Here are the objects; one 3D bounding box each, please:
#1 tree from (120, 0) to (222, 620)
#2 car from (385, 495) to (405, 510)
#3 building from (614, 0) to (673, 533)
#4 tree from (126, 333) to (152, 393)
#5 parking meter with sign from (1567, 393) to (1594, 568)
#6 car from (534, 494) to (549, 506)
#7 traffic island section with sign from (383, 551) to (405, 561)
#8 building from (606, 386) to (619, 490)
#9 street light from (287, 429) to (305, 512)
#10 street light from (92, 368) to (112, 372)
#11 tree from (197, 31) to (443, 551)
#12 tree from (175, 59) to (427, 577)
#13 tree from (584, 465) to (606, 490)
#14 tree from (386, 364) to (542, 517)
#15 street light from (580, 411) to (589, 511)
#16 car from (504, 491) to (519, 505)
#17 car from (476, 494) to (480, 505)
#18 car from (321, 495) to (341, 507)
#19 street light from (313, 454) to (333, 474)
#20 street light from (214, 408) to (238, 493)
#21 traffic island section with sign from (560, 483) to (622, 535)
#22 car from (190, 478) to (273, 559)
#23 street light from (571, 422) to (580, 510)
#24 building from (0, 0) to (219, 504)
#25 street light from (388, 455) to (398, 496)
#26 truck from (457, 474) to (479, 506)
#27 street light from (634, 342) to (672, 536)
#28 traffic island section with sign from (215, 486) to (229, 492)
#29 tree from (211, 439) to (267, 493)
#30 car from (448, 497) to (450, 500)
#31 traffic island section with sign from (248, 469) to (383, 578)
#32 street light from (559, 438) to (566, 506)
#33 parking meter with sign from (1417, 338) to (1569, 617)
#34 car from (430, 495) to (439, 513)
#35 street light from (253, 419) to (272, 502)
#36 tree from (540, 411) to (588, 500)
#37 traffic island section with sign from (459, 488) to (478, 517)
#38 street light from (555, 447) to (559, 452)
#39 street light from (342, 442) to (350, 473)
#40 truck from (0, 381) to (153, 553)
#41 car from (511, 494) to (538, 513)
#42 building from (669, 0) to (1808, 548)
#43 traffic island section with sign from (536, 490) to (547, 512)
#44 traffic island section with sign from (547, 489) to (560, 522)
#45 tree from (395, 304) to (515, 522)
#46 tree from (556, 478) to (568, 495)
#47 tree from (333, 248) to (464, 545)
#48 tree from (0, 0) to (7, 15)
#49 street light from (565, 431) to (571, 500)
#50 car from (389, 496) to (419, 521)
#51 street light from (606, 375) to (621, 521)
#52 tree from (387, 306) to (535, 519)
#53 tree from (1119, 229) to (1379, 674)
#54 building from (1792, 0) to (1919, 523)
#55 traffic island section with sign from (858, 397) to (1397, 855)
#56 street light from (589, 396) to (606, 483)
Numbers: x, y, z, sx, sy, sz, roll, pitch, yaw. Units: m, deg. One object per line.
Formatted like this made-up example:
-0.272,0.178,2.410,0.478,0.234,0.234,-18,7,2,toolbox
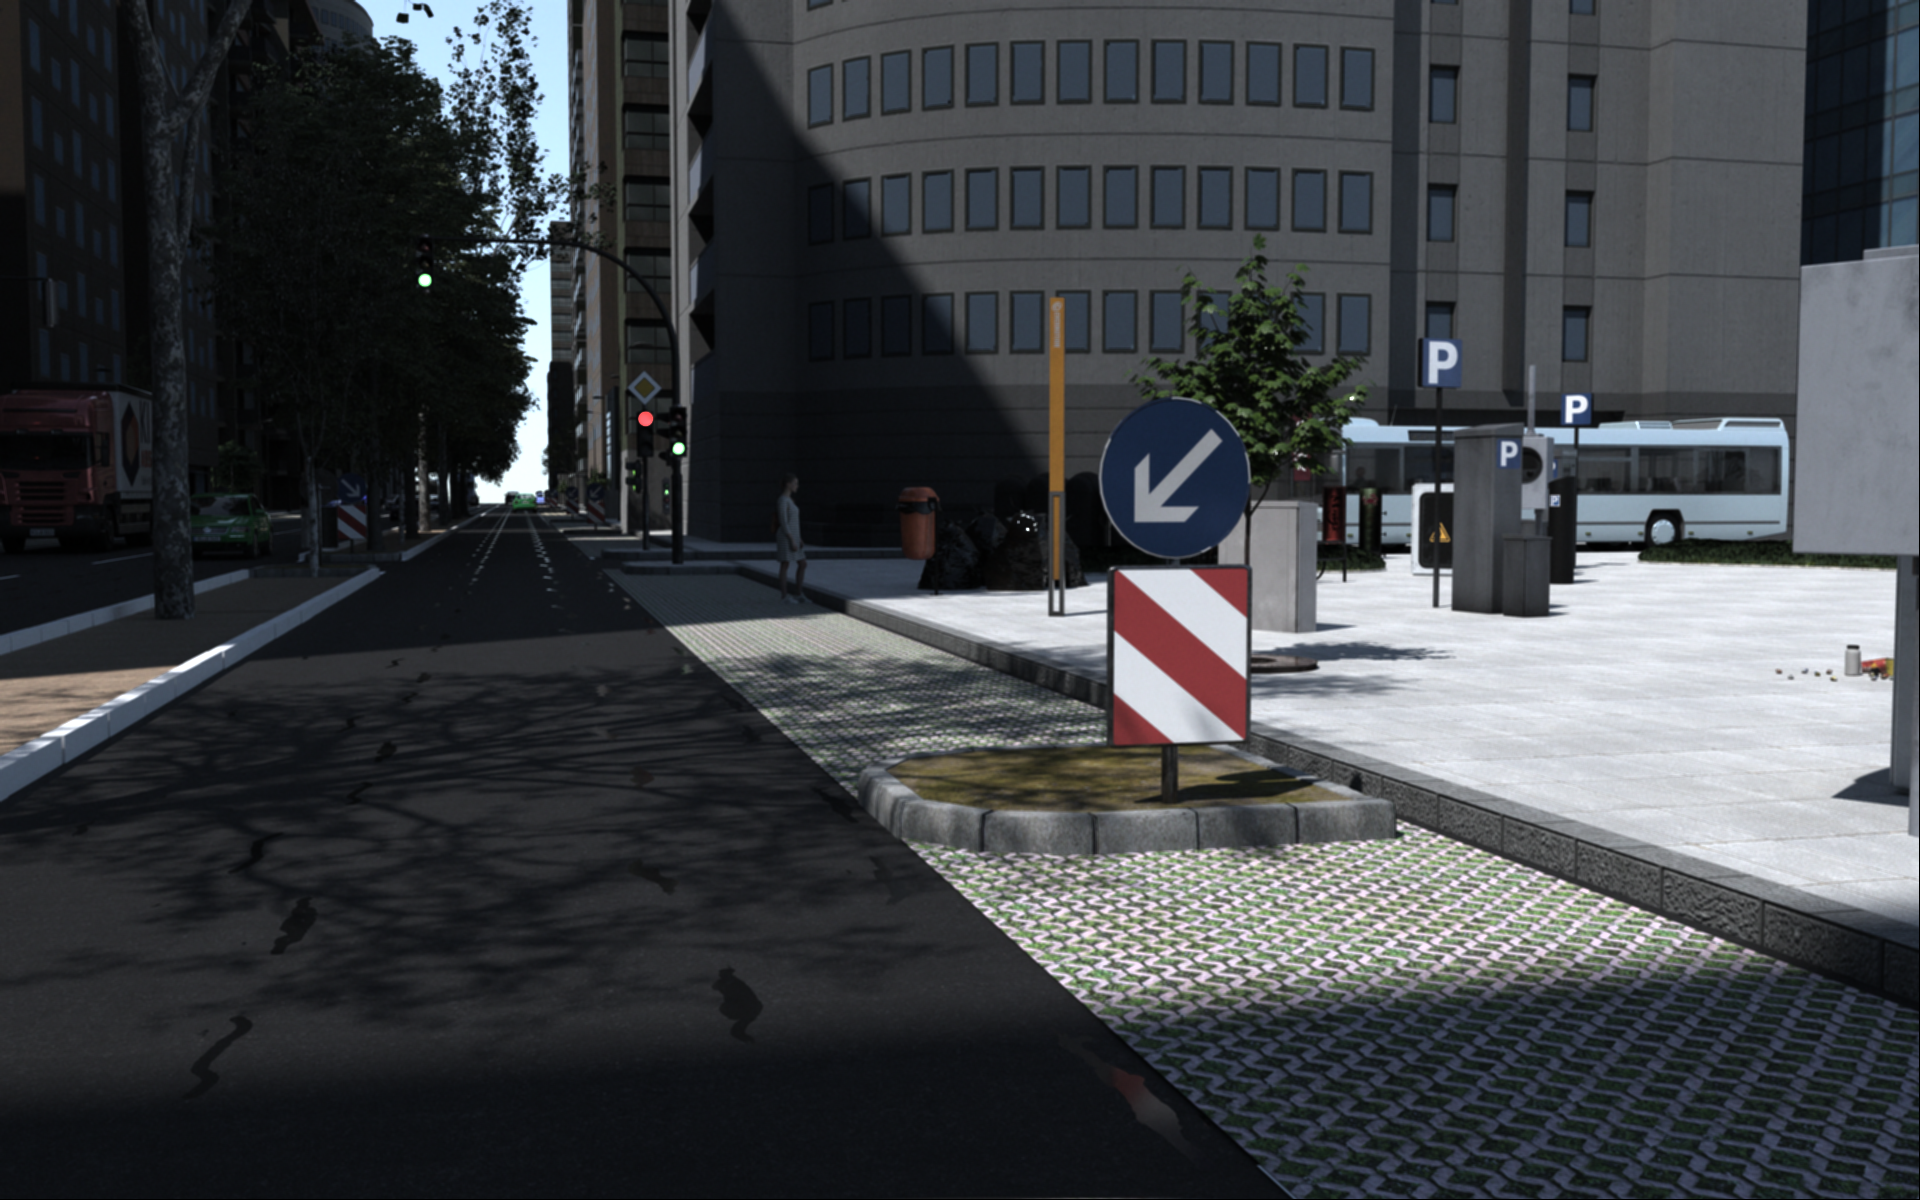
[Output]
-7.596,-9.806,18.682,12.611,20.169,13.585,0,3,0,tree
-51.827,-8.995,159.429,2.083,1.381,4.827,-1,4,-13,car
-6.790,-18.219,69.586,14.160,30.474,14.107,-1,4,-14,building
-35.796,-7.584,74.353,4.737,8.622,4.395,0,3,0,tree
10.119,-2.030,29.450,0.543,3.016,1.738,3,5,43,parking meter with sign
-51.288,-12.413,212.545,1.945,1.707,3.694,-1,4,-14,car
-13.182,-1.809,37.706,2.006,1.907,1.989,-1,4,-14,traffic island section with sign
-8.548,-48.087,98.896,22.319,86.520,31.000,-1,4,-14,building
-47.379,-9.240,123.614,1.470,5.913,1.316,-1,4,-14,street light
-32.022,-5.594,63.995,1.470,5.913,1.316,-1,4,-14,street light
-14.313,-7.441,42.249,7.486,12.596,7.792,0,3,0,tree
-10.993,-4.672,29.208,4.360,8.622,3.978,0,3,0,tree
-24.083,-7.360,114.939,1.663,3.219,1.824,0,3,0,tree
-30.658,-11.443,106.561,9.611,12.733,9.660,0,3,0,tree
-20.352,-7.612,96.994,1.470,5.913,1.316,-1,4,-14,street light
-59.503,-13.568,230.507,2.281,1.827,5.304,-1,4,-14,car
-65.215,-13.600,231.407,2.155,1.783,4.494,-1,4,-16,car
-46.555,-7.229,127.786,1.945,1.707,3.694,-1,4,-15,car
-50.988,-10.127,138.115,1.470,5.913,1.316,-1,4,-14,street light
-39.475,-7.371,93.057,1.470,5.913,1.316,-1,4,-14,street light
-13.086,-3.236,61.543,1.989,1.847,2.006,-1,4,-14,traffic island section with sign
-16.736,-1.865,39.282,1.959,1.807,4.718,-1,4,-15,car
-24.108,-8.516,111.781,1.470,5.913,1.316,-1,4,-14,street light
-43.978,-26.384,81.490,14.600,45.320,14.200,-1,4,-14,building
-71.666,-15.092,219.290,1.470,5.913,1.316,-1,4,-14,street light
-60.941,-13.703,213.803,2.967,4.110,18.799,-1,4,-14,truck
-9.288,-4.940,53.315,1.470,5.913,1.316,-1,4,-14,street light
-35.546,-4.574,83.409,1.989,1.847,2.006,-1,4,-14,traffic island section with sign
-43.929,-7.381,104.388,4.285,4.588,4.351,0,3,0,tree
-70.973,-13.757,237.287,2.083,1.381,4.827,-1,4,-15,car
-11.363,-1.369,30.525,2.006,1.907,1.989,-1,4,-14,traffic island section with sign
-31.987,-10.392,142.452,1.470,5.913,1.316,-1,4,-14,street light
5.698,-1.375,18.738,0.543,3.016,1.738,-1,4,-22,parking meter with sign
-40.724,-7.371,133.102,1.945,1.354,3.894,-1,4,-14,car
-43.662,-8.355,109.141,1.470,5.913,1.316,-1,4,-14,street light
-43.617,-15.873,193.930,7.601,10.594,8.767,2,4,29,tree
-31.739,-6.262,110.526,2.006,1.907,1.989,-1,4,-14,traffic island section with sign
-35.763,-11.316,157.557,1.470,5.913,1.316,-1,4,-14,street light
-54.721,-11.016,152.657,1.470,5.913,1.316,-1,4,-14,street light
-22.879,-3.457,45.442,2.839,4.237,11.283,-1,4,-15,truck
-32.822,-7.446,130.545,1.959,1.807,4.718,-1,4,-15,car
6.184,-31.158,51.427,28.212,58.520,21.231,-1,4,-14,building
-31.960,-7.767,135.613,1.989,1.847,2.006,-1,4,-14,traffic island section with sign
-19.784,-4.844,87.822,1.989,1.847,2.006,-1,4,-14,traffic island section with sign
-26.097,-9.732,87.332,9.928,11.665,9.643,0,3,0,tree
-46.434,-12.734,202.805,1.663,3.219,1.824,0,3,0,tree
-15.715,-5.847,48.411,4.737,8.622,4.395,0,3,0,tree
-5.400,-5.668,5.505,12.009,13.543,11.850,0,3,0,tree
-28.182,-9.508,128.001,1.470,5.913,1.316,-1,4,-14,street light
-30.119,-5.014,94.558,1.945,1.354,3.894,-1,4,-13,car
-12.943,-5.826,67.804,1.470,5.913,1.316,-1,4,-14,street light
-28.362,-11.490,96.977,9.857,13.997,8.962,0,3,0,tree
2.250,-1.107,12.708,1.663,3.219,1.824,0,3,0,tree
35.253,-24.826,56.014,14.200,45.320,14.600,-1,4,-14,building
0.595,0.050,7.813,1.989,1.847,2.006,-1,4,-14,traffic island section with sign
-16.748,-6.725,82.492,1.470,5.913,1.316,-1,4,-14,street light
